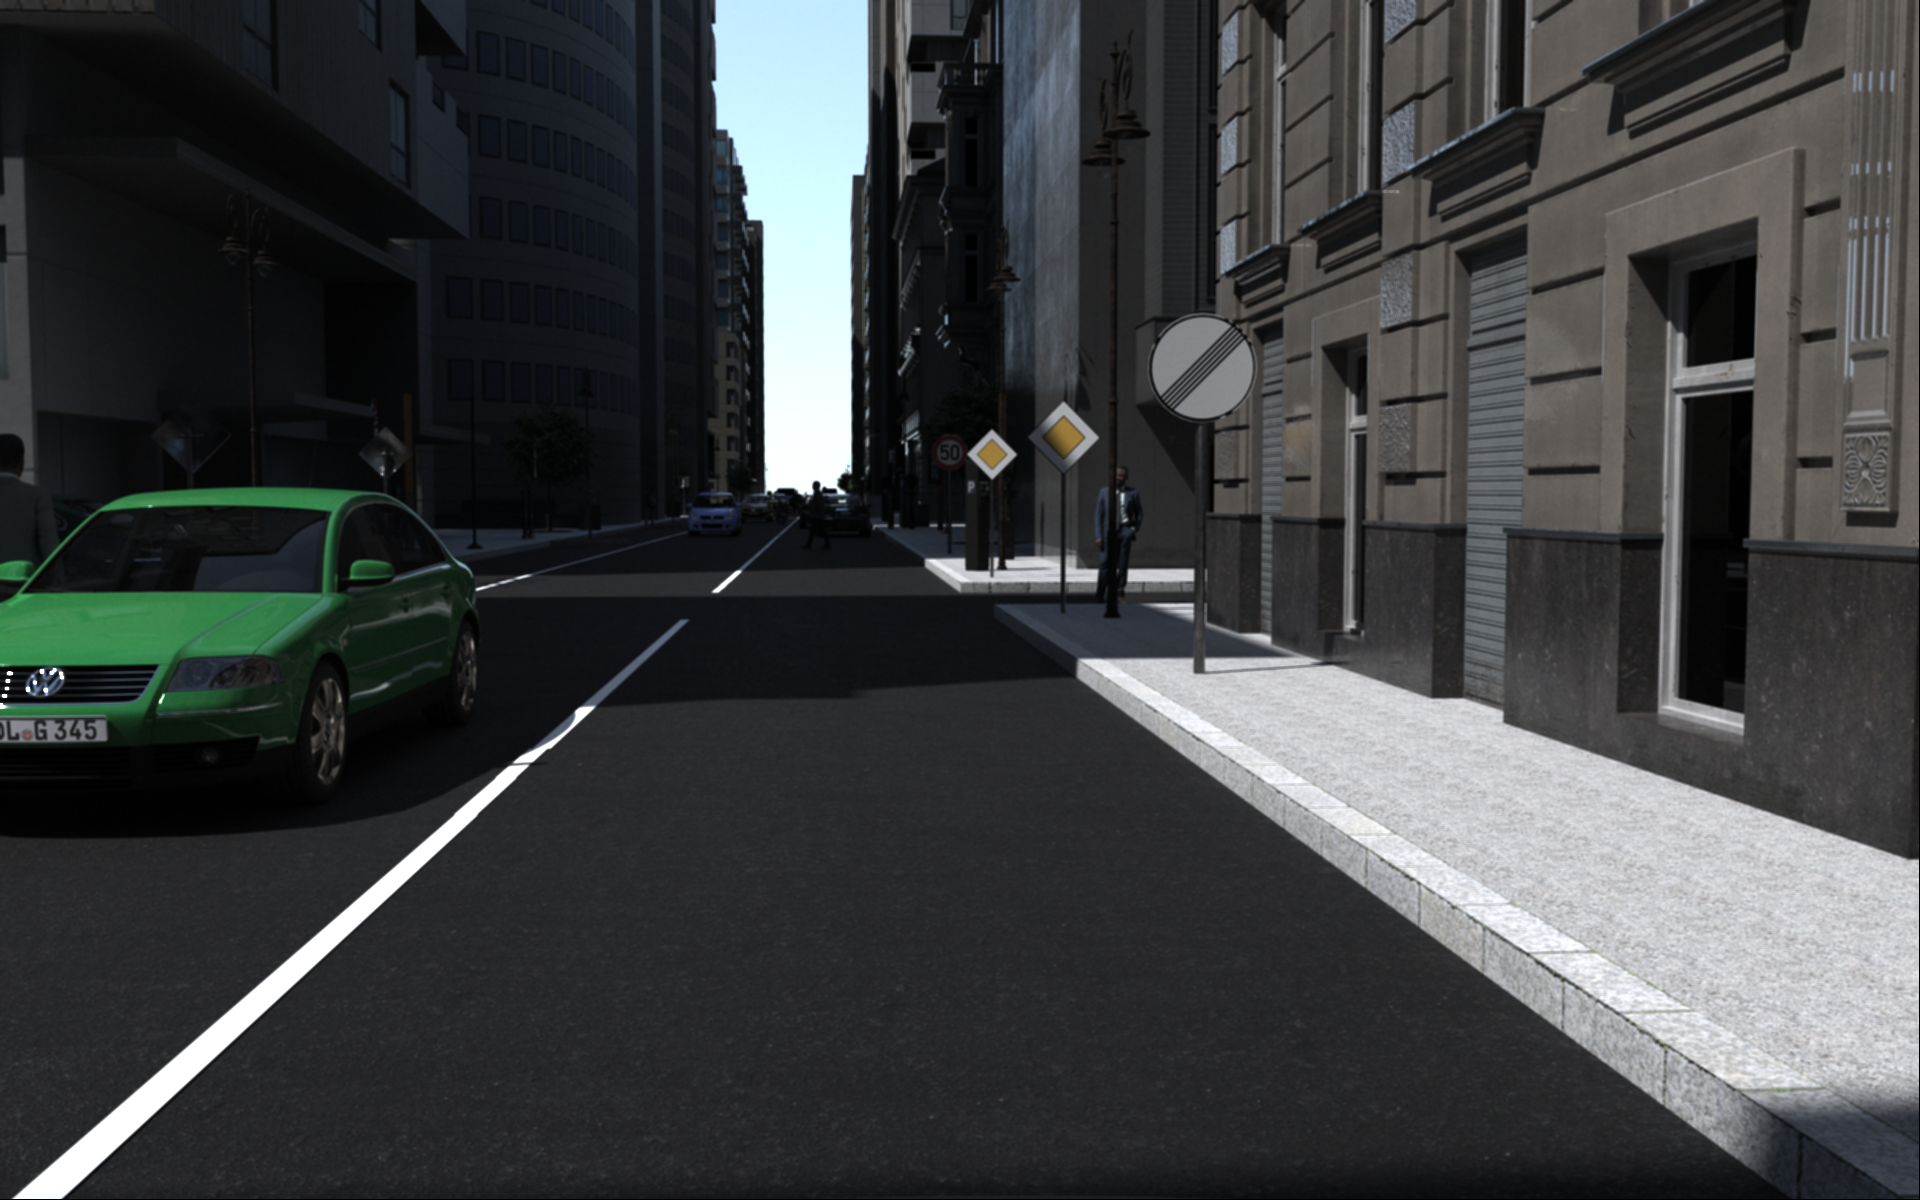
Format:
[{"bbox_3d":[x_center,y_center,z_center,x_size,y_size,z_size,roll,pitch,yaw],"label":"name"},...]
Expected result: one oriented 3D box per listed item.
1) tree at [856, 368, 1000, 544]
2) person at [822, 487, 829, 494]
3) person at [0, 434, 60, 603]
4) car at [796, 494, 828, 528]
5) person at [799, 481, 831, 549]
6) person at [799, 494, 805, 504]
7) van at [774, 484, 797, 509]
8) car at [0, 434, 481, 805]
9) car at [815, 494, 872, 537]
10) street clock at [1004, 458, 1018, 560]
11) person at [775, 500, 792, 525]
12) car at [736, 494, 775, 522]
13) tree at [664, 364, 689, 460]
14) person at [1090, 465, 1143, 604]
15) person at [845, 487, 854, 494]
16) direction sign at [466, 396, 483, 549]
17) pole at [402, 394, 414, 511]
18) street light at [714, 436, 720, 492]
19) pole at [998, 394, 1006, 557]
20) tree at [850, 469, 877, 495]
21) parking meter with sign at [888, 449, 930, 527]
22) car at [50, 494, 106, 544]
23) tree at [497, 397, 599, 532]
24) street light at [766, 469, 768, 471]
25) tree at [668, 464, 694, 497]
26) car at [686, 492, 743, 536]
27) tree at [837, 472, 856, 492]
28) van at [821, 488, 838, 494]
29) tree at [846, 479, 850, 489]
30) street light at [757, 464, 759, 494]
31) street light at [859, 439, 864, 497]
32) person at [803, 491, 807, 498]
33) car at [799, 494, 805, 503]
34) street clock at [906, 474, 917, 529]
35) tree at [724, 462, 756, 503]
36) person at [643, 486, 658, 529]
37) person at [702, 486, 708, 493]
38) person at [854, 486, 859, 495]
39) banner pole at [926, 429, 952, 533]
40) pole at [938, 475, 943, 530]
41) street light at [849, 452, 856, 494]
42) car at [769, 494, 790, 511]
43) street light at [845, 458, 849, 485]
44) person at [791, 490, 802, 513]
[{"bbox_3d":[0.448,-3.730,44.705,4.285,4.588,4.351,0,3,0],"label":"tree"},{"bbox_3d":[-6.067,-4.233,78.136,0.576,1.772,0.534,-2,4,-32],"label":"person"},{"bbox_3d":[-5.695,-0.097,10.358,0.678,1.792,0.850,-1,4,-17],"label":"person"},{"bbox_3d":[-5.944,-3.808,74.063,2.131,1.459,4.920,0,4,-4],"label":"car"},{"bbox_3d":[-3.787,-2.219,45.176,0.834,1.777,0.661,-1,4,-11],"label":"person"},{"bbox_3d":[-11.125,-6.753,122.152,0.421,1.427,0.697,-3,5,-41],"label":"person"},{"bbox_3d":[-16.321,-9.704,163.041,2.240,2.365,5.245,0,4,-3],"label":"van"},{"bbox_3d":[-3.868,-0.034,9.348,1.959,1.807,4.718,0,4,-3],"label":"car"},{"bbox_3d":[-4.047,-2.920,59.535,2.131,1.459,4.920,0,4,-6],"label":"car"},{"bbox_3d":[0.963,-1.790,33.841,0.358,2.002,0.471,0,4,6],"label":"street clock"},{"bbox_3d":[-8.247,-4.094,80.931,0.738,1.151,1.012,3,5,43],"label":"person"},{"bbox_3d":[-10.497,-4.810,88.873,2.015,1.641,3.980,0,4,-4],"label":"car"},{"bbox_3d":[-16.660,-8.779,93.894,4.360,8.622,3.978,0,3,0],"label":"tree"},{"bbox_3d":[2.007,-0.837,22.360,0.721,1.800,0.419,0,4,-3],"label":"person"},{"bbox_3d":[-5.898,-5.151,92.981,0.793,1.790,0.793,3,5,44],"label":"person"},{"bbox_3d":[-11.383,-2.968,40.517,0.379,3.537,0.876,-1,4,-18],"label":"direction sign"},{"bbox_3d":[-11.293,-2.545,35.449,0.158,3.312,0.155,0,3,0],"label":"pole"},{"bbox_3d":[-19.364,-10.132,138.447,0.468,5.910,1.993,0,4,-4],"label":"street light"},{"bbox_3d":[0.860,-2.541,35.394,0.158,3.312,0.155,0,3,0],"label":"pole"},{"bbox_3d":[-6.415,-7.879,123.431,1.663,3.219,1.824,0,3,0],"label":"tree"},{"bbox_3d":[-1.971,-4.381,67.882,1.738,3.016,0.543,-3,5,-40],"label":"parking meter with sign"},{"bbox_3d":[-12.281,-0.617,21.884,4.920,1.459,2.131,0,4,-5],"label":"car"},{"bbox_3d":[-13.969,-4.591,58.784,4.285,4.588,4.351,0,3,0],"label":"tree"},{"bbox_3d":[-28.639,-17.383,256.993,0.468,5.910,1.993,0,4,-4],"label":"street light"},{"bbox_3d":[-17.425,-7.023,109.427,1.663,3.219,1.824,0,3,0],"label":"tree"},{"bbox_3d":[-8.472,-3.079,59.925,1.945,1.707,3.694,0,4,-5],"label":"car"},{"bbox_3d":[-14.719,-14.997,228.915,4.285,4.588,4.351,0,3,0],"label":"tree"},{"bbox_3d":[-14.273,-11.248,188.285,2.240,2.365,5.245,0,4,-6],"label":"van"},{"bbox_3d":[-12.445,-12.430,197.837,1.663,3.219,1.824,0,3,0],"label":"tree"},{"bbox_3d":[-25.718,-15.162,220.684,0.468,5.910,1.993,0,4,-4],"label":"street light"},{"bbox_3d":[-8.086,-10.346,141.947,0.468,5.910,1.993,0,4,-4],"label":"street light"},{"bbox_3d":[-17.905,-11.753,201.367,1.217,1.736,0.721,-2,4,-24],"label":"person"},{"bbox_3d":[-22.783,-14.212,244.364,2.014,1.417,4.499,0,4,-4],"label":"car"},{"bbox_3d":[-1.774,-3.601,63.451,0.358,2.002,0.471,-2,4,-24],"label":"street clock"},{"bbox_3d":[-22.534,-11.862,177.656,4.285,4.588,4.351,0,3,0],"label":"tree"},{"bbox_3d":[-12.703,-3.812,71.172,0.623,1.781,0.721,0,4,-7],"label":"person"},{"bbox_3d":[-12.506,-4.689,85.262,0.391,1.810,0.635,-3,5,-45],"label":"person"},{"bbox_3d":[-4.705,-4.242,78.194,0.374,1.781,0.599,0,4,7],"label":"person"},{"bbox_3d":[-0.677,-4.077,56.674,0.863,3.779,0.401,1,4,9],"label":"banner pole"},{"bbox_3d":[-0.686,-4.106,60.981,0.158,3.312,0.155,0,3,0],"label":"pole"},{"bbox_3d":[-11.569,-13.183,188.321,0.468,5.910,1.993,0,4,-4],"label":"street light"},{"bbox_3d":[-15.429,-8.373,147.119,2.015,1.641,3.980,0,4,-4],"label":"car"},{"bbox_3d":[-14.391,-15.356,223.852,0.468,5.910,1.993,0,4,-4],"label":"street light"},{"bbox_3d":[-12.644,-7.621,133.652,0.990,1.755,0.434,-2,4,-27],"label":"person"}]
